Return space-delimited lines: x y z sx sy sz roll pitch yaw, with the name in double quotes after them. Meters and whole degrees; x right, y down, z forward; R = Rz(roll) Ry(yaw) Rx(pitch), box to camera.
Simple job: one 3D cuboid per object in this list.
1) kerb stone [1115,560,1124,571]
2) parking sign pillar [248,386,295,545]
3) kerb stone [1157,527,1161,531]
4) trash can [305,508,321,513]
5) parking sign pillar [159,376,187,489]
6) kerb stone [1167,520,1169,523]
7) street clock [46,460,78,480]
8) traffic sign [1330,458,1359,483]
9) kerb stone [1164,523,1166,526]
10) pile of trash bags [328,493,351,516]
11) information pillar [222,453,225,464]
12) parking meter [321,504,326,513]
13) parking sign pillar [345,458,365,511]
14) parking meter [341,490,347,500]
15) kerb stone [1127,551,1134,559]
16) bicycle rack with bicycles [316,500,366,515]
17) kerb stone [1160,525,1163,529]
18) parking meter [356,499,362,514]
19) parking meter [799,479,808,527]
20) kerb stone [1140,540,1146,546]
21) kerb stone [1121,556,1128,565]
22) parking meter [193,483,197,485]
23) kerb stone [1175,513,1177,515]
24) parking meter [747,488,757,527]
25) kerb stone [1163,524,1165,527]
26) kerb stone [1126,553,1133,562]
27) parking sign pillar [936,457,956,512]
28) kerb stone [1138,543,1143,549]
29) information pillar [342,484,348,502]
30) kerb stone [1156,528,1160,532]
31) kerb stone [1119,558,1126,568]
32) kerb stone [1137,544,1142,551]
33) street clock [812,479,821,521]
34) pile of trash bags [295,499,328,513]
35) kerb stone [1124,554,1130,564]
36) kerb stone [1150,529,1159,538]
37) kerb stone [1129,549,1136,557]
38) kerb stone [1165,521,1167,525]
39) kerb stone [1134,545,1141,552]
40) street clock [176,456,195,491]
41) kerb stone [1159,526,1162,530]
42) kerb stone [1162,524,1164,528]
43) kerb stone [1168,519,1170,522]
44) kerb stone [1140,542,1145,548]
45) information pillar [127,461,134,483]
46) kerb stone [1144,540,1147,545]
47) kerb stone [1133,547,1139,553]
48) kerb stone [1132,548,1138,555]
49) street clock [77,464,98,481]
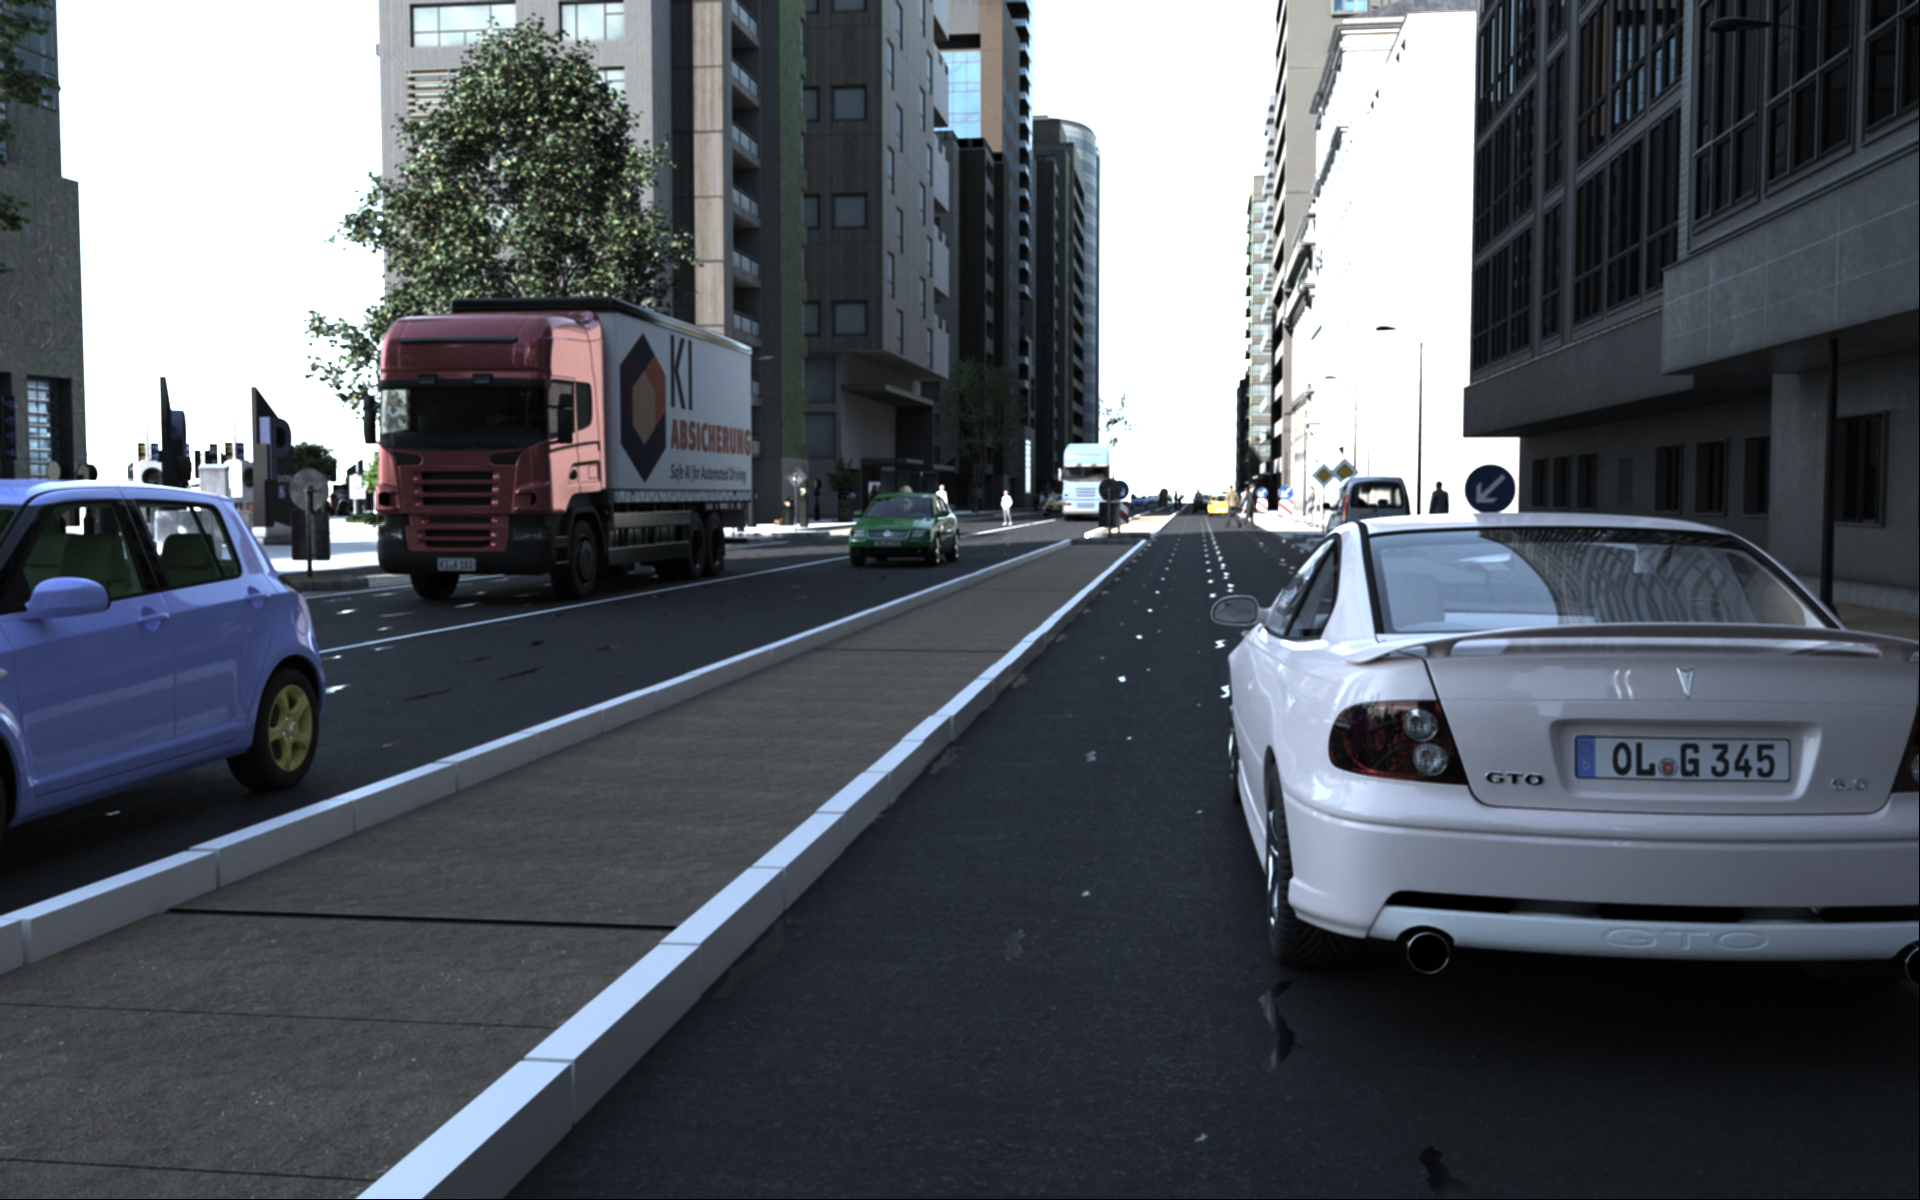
2.890 -0.592 31.876 0.120 0.150 1.000 0 4 8 "kerb stone"
-17.432 -3.395 43.984 1.447 3.967 1.447 0 4 7 "parking sign pillar"
7.012 -2.431 61.949 0.120 0.150 1.000 0 4 8 "kerb stone"
-25.726 -3.497 68.823 0.748 1.137 0.748 0 3 0 "trash can"
-18.305 -3.173 40.343 1.447 3.967 1.447 -1 4 -19 "parking sign pillar"
9.235 -3.424 78.180 0.120 0.150 1.000 0 4 8 "kerb stone"
-19.383 -2.000 37.267 0.471 2.002 0.358 2 4 26 "street clock"
10.733 -2.736 48.376 0.795 2.450 0.064 0 4 8 "traffic sign"
8.269 -2.990 71.074 0.120 0.150 1.000 0 4 8 "kerb stone"
-36.985 -5.656 102.231 1.912 1.369 3.447 -1 4 -20 "pile of trash bags"
-40.793 -6.407 96.105 0.183 3.616 0.504 1 4 18 "information pillar"
-28.082 -4.312 76.209 0.255 1.863 0.399 -2 4 -26 "parking meter"
-45.500 -8.663 130.119 1.447 3.967 1.447 -3 5 -43 "parking sign pillar"
-40.999 -6.541 115.362 0.372 1.533 0.369 0 3 0 "parking meter"
3.589 -0.903 36.959 0.120 0.150 1.000 0 4 8 "kerb stone"
-37.915 -5.700 106.575 2.925 0.926 2.852 0 4 5 "bicycle rack with bicycles"
7.436 -2.618 64.998 0.120 0.150 1.000 0 4 8 "kerb stone"
-29.903 -4.749 86.064 0.372 1.533 0.369 0 3 0 "parking meter"
-6.002 -3.722 66.565 0.255 1.863 0.399 1 4 9 "parking meter"
4.700 -1.402 45.116 0.120 0.150 1.000 0 4 8 "kerb stone"
3.170 -0.717 33.915 0.120 0.150 1.000 0 4 8 "kerb stone"
-39.567 -5.141 89.761 0.399 1.863 0.255 0 4 -1 "parking meter"
12.989 -5.100 105.579 0.120 0.150 1.000 0 4 8 "kerb stone"
-8.036 -3.572 66.818 0.372 1.533 0.369 0 3 0 "parking meter"
7.986 -2.865 69.050 0.120 0.150 1.000 0 4 8 "kerb stone"
3.452 -0.841 35.946 0.120 0.150 1.000 0 4 8 "kerb stone"
-1.027 -8.355 125.084 1.447 3.967 1.447 -1 4 -17 "parking sign pillar"
4.426 -1.269 43.090 0.120 0.150 1.000 0 4 8 "kerb stone"
-42.916 -7.118 120.870 0.304 2.012 0.304 3 4 38 "information pillar"
6.878 -2.369 60.936 0.120 0.150 1.000 0 4 8 "kerb stone"
3.026 -0.654 32.889 0.120 0.150 1.000 0 4 8 "kerb stone"
4.285 -1.215 42.062 0.120 0.150 1.000 0 4 8 "kerb stone"
-6.906 -4.835 83.626 0.358 2.002 0.471 -2 4 -35 "street clock"
-34.748 -4.870 89.381 3.447 1.369 1.912 2 4 26 "pile of trash bags"
3.305 -0.779 34.935 0.120 0.150 1.000 0 4 8 "kerb stone"
6.732 -2.301 59.924 0.120 0.150 1.000 0 4 8 "kerb stone"
3.729 -0.965 37.986 0.120 0.150 1.000 0 4 8 "kerb stone"
8.813 -3.238 75.140 0.120 0.150 1.000 0 4 8 "kerb stone"
4.147 -1.152 41.035 0.120 0.150 1.000 0 4 8 "kerb stone"
-14.834 -1.748 33.153 0.358 2.002 0.471 -2 4 -30 "street clock"
7.292 -2.555 63.977 0.120 0.150 1.000 0 4 8 "kerb stone"
7.847 -2.801 68.038 0.120 0.150 1.000 0 4 8 "kerb stone"
9.659 -3.610 81.216 0.120 0.150 1.000 0 4 8 "kerb stone"
4.570 -1.335 44.102 0.120 0.150 1.000 0 4 8 "kerb stone"
-58.464 -8.000 122.152 0.504 3.616 0.183 0 4 6 "information pillar"
4.846 -1.461 46.128 0.120 0.150 1.000 0 4 8 "kerb stone"
4.002 -1.084 40.016 0.120 0.150 1.000 0 4 8 "kerb stone"
3.863 -1.028 39.000 0.120 0.150 1.000 0 4 8 "kerb stone"
-20.857 -2.254 41.423 0.471 2.002 0.358 1 4 21 "street clock"
